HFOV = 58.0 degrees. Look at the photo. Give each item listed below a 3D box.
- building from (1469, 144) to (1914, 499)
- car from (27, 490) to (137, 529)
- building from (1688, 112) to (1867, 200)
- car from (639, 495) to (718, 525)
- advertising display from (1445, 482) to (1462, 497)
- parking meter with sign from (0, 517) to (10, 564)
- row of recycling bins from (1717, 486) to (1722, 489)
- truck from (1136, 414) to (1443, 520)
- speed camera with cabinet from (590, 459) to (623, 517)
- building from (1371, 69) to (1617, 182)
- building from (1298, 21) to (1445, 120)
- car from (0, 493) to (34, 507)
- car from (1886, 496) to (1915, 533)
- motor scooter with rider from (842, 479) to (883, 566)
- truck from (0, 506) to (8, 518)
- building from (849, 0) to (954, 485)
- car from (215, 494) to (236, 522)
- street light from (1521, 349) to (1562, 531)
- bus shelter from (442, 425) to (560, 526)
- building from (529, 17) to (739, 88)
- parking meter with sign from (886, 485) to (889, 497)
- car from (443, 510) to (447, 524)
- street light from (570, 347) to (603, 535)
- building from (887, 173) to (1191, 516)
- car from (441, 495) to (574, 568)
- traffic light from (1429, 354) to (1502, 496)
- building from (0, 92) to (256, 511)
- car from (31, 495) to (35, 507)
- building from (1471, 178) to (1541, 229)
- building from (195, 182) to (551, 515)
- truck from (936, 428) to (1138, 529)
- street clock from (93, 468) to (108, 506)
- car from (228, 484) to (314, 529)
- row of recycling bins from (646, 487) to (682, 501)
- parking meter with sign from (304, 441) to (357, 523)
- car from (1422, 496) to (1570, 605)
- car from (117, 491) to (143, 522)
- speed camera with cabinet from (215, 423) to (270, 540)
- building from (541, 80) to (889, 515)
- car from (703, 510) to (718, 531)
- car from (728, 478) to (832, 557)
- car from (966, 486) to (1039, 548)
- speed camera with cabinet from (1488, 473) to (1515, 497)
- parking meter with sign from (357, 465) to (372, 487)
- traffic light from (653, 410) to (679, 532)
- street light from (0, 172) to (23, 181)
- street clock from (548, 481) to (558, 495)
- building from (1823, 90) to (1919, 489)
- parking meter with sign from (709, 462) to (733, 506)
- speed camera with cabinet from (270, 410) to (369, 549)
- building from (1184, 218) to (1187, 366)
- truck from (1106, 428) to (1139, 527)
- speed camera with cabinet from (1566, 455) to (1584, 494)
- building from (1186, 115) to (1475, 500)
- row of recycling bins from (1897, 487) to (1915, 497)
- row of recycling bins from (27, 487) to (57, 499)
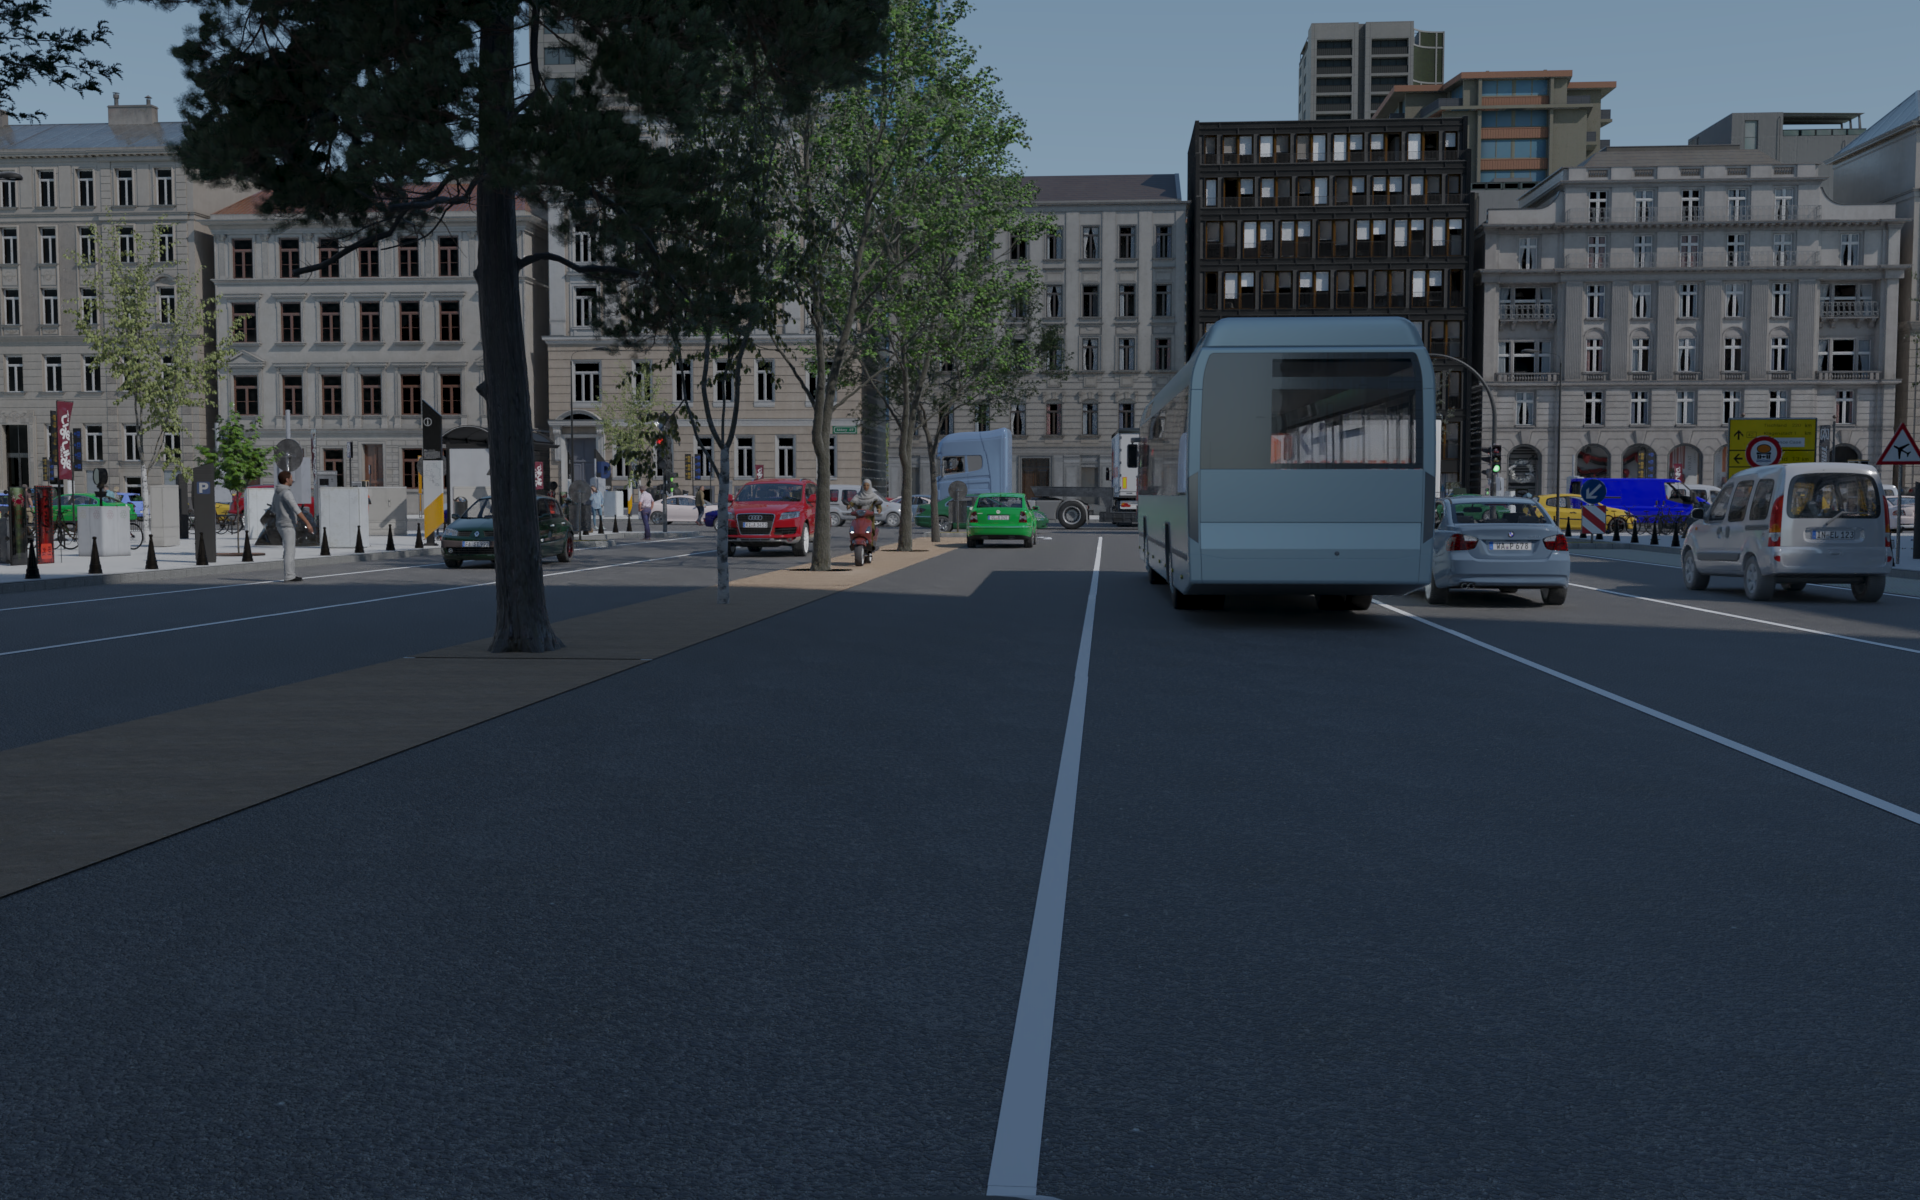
[{"bbox_3d":[42.425,-16.130,105.525,24.055,21.916,13.314,0,4,5],"label":"building"},{"bbox_3d":[-36.701,-3.857,71.856,4.718,1.807,1.959,0,4,5],"label":"car"},{"bbox_3d":[88.086,-30.875,188.404,14.086,41.232,14.154,0,4,5],"label":"building"},{"bbox_3d":[-12.652,-4.219,81.340,4.827,1.381,2.083,0,4,5],"label":"car"},{"bbox_3d":[26.027,-5.271,91.397,0.123,1.923,0.974,-3,4,-36],"label":"advertising display"},{"bbox_3d":[-17.920,-2.149,31.393,0.543,3.016,1.738,2,4,33],"label":"parking meter with sign"},{"bbox_3d":[41.296,-5.409,95.553,1.069,1.692,3.534,0,4,2],"label":"row of recycling bins"},{"bbox_3d":[11.301,-4.474,62.060,11.283,4.237,2.839,0,4,6],"label":"truck"},{"bbox_3d":[-19.685,-6.248,96.491,2.038,3.252,0.660,2,4,34],"label":"speed camera with cabinet"},{"bbox_3d":[55.286,-32.351,183.562,22.147,44.769,28.867,0,4,5],"label":"building"},{"bbox_3d":[62.994,-50.609,265.711,20.611,71.187,20.563,0,4,5],"label":"building"},{"bbox_3d":[-42.107,-4.048,75.768,3.694,1.707,1.945,0,4,5],"label":"car"},{"bbox_3d":[32.503,-2.938,60.400,2.083,1.381,4.827,0,4,6],"label":"car"},{"bbox_3d":[-1.969,-1.582,34.831,0.876,1.779,1.986,0,4,3],"label":"motor scooter with rider"},{"bbox_3d":[-47.615,-4.892,69.745,18.799,4.110,2.967,0,4,3],"label":"truck"},{"bbox_3d":[-13.172,-58.755,273.307,31.000,86.520,22.319,0,4,5],"label":"building"},{"bbox_3d":[-33.635,-4.382,81.876,3.980,1.641,2.015,0,4,6],"label":"car"},{"bbox_3d":[18.687,-5.081,55.623,1.470,5.913,1.316,0,4,5],"label":"street light"},{"bbox_3d":[-14.212,-3.649,53.591,2.014,3.302,5.546,0,4,5],"label":"bus shelter"},{"bbox_3d":[-27.522,-44.422,164.557,20.563,71.187,20.611,0,4,5],"label":"building"},{"bbox_3d":[-5.619,-8.754,139.393,1.738,3.016,0.543,0,4,6],"label":"parking meter with sign"},{"bbox_3d":[-19.488,-3.619,71.745,3.894,1.354,1.945,0,4,5],"label":"car"},{"bbox_3d":[-11.722,-5.025,54.699,1.470,5.913,1.316,0,4,5],"label":"street light"},{"bbox_3d":[4.920,-15.828,107.939,18.267,20.994,9.793,0,4,5],"label":"building"},{"bbox_3d":[-9.089,-1.540,34.963,2.009,1.686,4.222,0,4,3],"label":"car"},{"bbox_3d":[15.110,-4.973,55.976,4.771,5.953,1.251,0,4,5],"label":"traffic light"},{"bbox_3d":[-58.885,-19.362,113.834,25.104,27.353,12.463,0,4,5],"label":"building"},{"bbox_3d":[-45.636,-4.567,84.459,4.222,1.686,2.009,0,4,6],"label":"car"},{"bbox_3d":[50.406,-23.902,162.506,14.160,30.474,14.107,0,4,5],"label":"building"},{"bbox_3d":[-35.883,-16.842,111.516,21.152,22.565,11.583,0,4,5],"label":"building"},{"bbox_3d":[7.688,-4.932,70.391,18.799,4.110,2.967,0,4,6],"label":"truck"},{"bbox_3d":[-23.685,-2.642,47.762,0.471,2.002,0.358,3,5,41],"label":"street clock"},{"bbox_3d":[-26.730,-3.739,69.798,5.304,1.827,2.281,0,4,7],"label":"car"},{"bbox_3d":[-17.516,-5.799,101.923,1.069,1.692,3.534,-3,5,-40],"label":"row of recycling bins"},{"bbox_3d":[-20.951,-3.722,57.121,1.738,3.016,0.543,-2,4,-30],"label":"parking meter with sign"},{"bbox_3d":[7.090,-0.719,23.755,2.014,1.417,4.499,0,4,6],"label":"car"},{"bbox_3d":[-44.123,-4.910,89.871,3.694,1.707,1.945,0,4,5],"label":"car"},{"bbox_3d":[-20.166,-3.328,48.749,2.038,3.252,0.660,-2,4,-31],"label":"speed camera with cabinet"},{"bbox_3d":[-15.167,-19.910,111.425,20.117,28.700,13.634,0,4,5],"label":"building"},{"bbox_3d":[-7.638,-3.221,65.249,3.894,1.354,1.945,0,4,5],"label":"car"},{"bbox_3d":[-4.376,-2.005,41.452,2.281,1.827,5.304,0,4,5],"label":"car"},{"bbox_3d":[1.180,-2.371,47.563,1.959,1.807,4.718,0,4,5],"label":"car"},{"bbox_3d":[30.124,-6.185,95.466,2.038,3.252,0.660,-1,4,-17],"label":"speed camera with cabinet"},{"bbox_3d":[-35.895,-6.524,102.920,1.738,3.016,0.543,-2,4,-25],"label":"parking meter with sign"},{"bbox_3d":[-9.914,-4.238,58.214,0.839,4.253,0.868,0,4,5],"label":"traffic light"},{"bbox_3d":[-14.191,-3.217,25.146,1.470,5.913,1.316,0,4,5],"label":"street light"},{"bbox_3d":[-22.989,-5.707,97.885,0.471,2.002,0.358,-3,5,-42],"label":"street clock"},{"bbox_3d":[66.944,-18.736,103.603,25.104,27.353,12.463,0,4,5],"label":"building"},{"bbox_3d":[-12.624,-5.943,93.423,1.738,3.016,0.543,-1,4,-16],"label":"parking meter with sign"},{"bbox_3d":[-15.109,-2.852,40.967,2.038,3.252,0.660,0,4,2],"label":"speed camera with cabinet"},{"bbox_3d":[38.443,-37.625,269.785,28.867,44.769,22.147,0,4,5],"label":"building"},{"bbox_3d":[8.219,-5.514,79.075,2.839,4.237,11.283,0,4,3],"label":"truck"},{"bbox_3d":[31.669,-5.700,87.531,0.660,3.252,2.038,-2,4,-33],"label":"speed camera with cabinet"},{"bbox_3d":[22.131,-16.925,106.404,15.834,23.373,12.332,0,4,5],"label":"building"},{"bbox_3d":[77.541,-8.252,142.038,1.069,1.692,3.534,0,4,3],"label":"row of recycling bins"},{"bbox_3d":[-52.663,-5.581,98.360,1.069,1.692,3.534,0,4,7],"label":"row of recycling bins"}]
